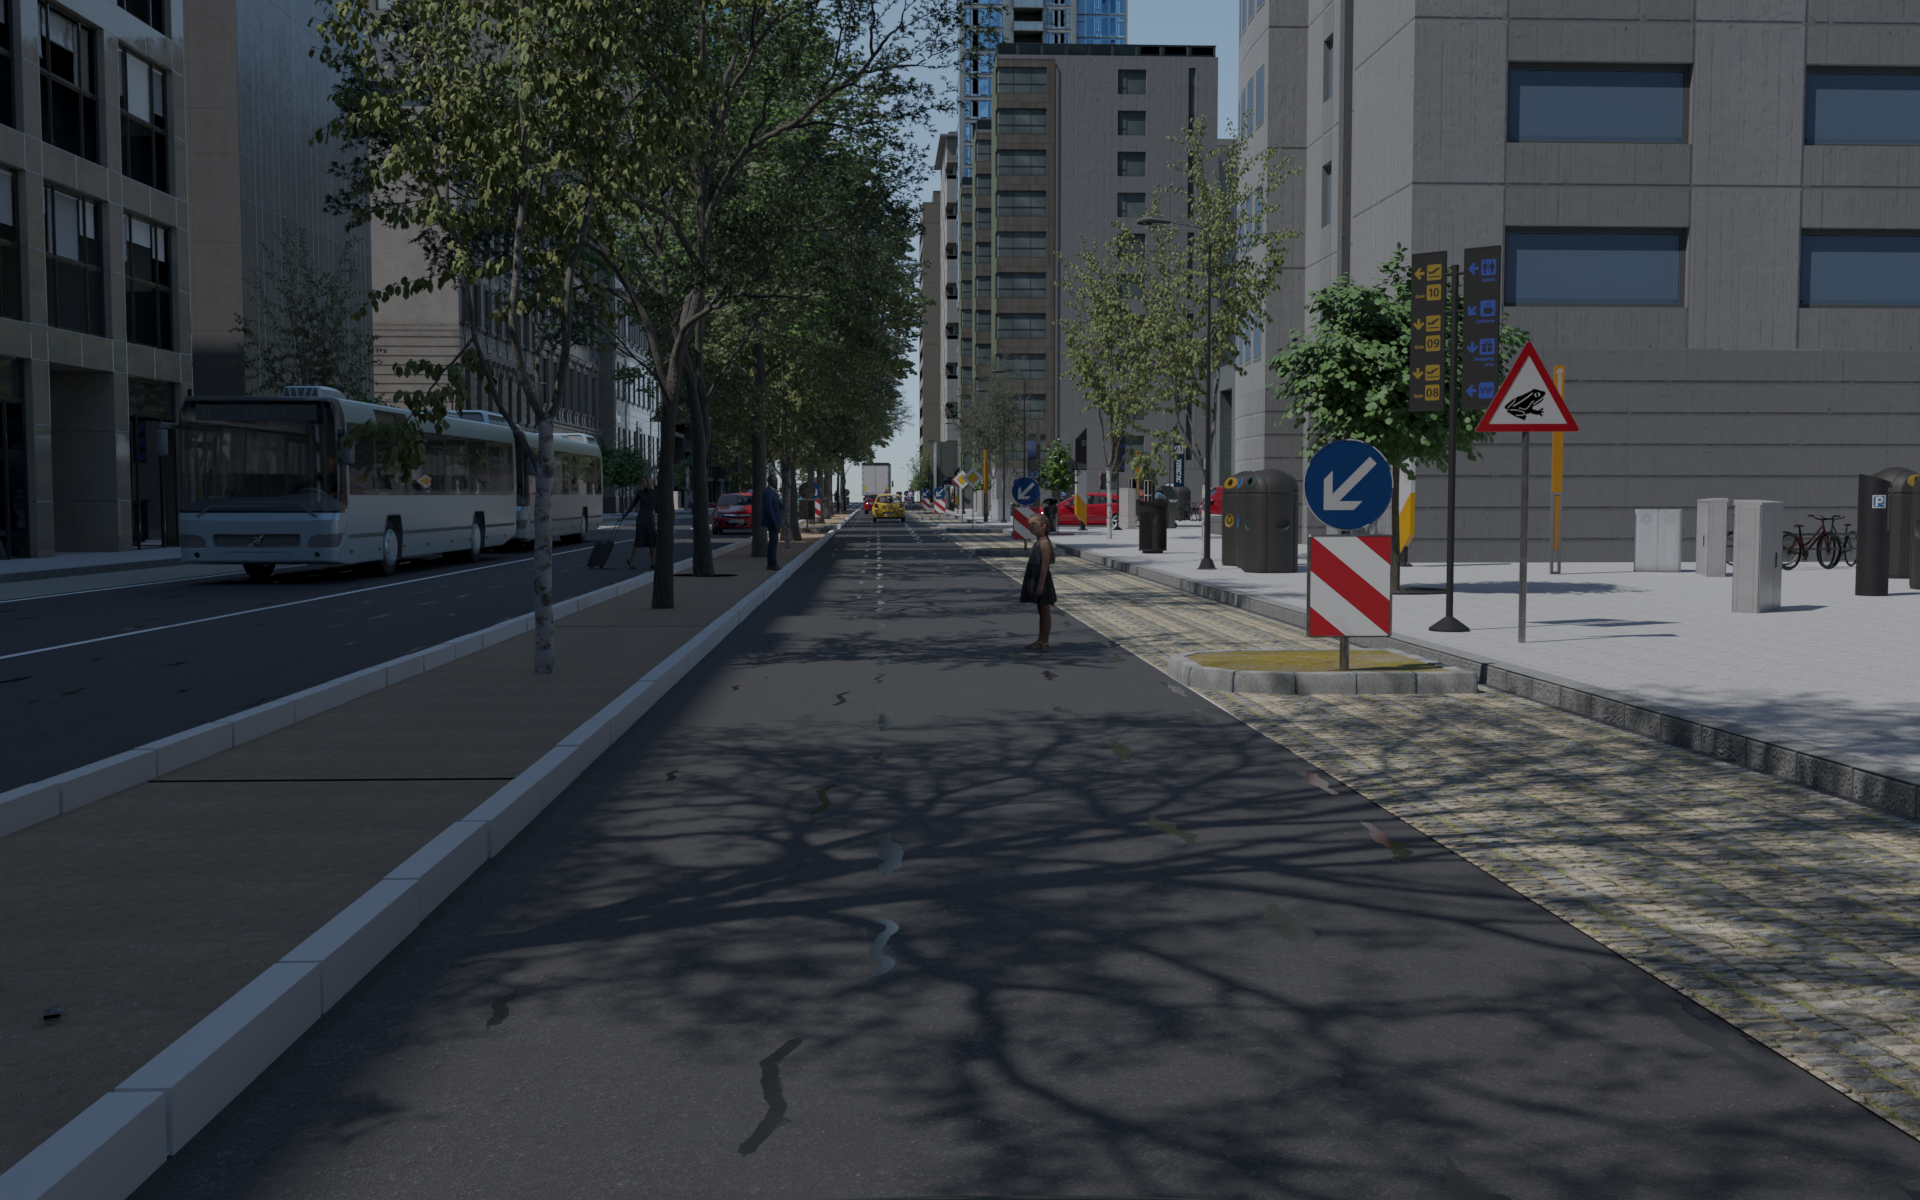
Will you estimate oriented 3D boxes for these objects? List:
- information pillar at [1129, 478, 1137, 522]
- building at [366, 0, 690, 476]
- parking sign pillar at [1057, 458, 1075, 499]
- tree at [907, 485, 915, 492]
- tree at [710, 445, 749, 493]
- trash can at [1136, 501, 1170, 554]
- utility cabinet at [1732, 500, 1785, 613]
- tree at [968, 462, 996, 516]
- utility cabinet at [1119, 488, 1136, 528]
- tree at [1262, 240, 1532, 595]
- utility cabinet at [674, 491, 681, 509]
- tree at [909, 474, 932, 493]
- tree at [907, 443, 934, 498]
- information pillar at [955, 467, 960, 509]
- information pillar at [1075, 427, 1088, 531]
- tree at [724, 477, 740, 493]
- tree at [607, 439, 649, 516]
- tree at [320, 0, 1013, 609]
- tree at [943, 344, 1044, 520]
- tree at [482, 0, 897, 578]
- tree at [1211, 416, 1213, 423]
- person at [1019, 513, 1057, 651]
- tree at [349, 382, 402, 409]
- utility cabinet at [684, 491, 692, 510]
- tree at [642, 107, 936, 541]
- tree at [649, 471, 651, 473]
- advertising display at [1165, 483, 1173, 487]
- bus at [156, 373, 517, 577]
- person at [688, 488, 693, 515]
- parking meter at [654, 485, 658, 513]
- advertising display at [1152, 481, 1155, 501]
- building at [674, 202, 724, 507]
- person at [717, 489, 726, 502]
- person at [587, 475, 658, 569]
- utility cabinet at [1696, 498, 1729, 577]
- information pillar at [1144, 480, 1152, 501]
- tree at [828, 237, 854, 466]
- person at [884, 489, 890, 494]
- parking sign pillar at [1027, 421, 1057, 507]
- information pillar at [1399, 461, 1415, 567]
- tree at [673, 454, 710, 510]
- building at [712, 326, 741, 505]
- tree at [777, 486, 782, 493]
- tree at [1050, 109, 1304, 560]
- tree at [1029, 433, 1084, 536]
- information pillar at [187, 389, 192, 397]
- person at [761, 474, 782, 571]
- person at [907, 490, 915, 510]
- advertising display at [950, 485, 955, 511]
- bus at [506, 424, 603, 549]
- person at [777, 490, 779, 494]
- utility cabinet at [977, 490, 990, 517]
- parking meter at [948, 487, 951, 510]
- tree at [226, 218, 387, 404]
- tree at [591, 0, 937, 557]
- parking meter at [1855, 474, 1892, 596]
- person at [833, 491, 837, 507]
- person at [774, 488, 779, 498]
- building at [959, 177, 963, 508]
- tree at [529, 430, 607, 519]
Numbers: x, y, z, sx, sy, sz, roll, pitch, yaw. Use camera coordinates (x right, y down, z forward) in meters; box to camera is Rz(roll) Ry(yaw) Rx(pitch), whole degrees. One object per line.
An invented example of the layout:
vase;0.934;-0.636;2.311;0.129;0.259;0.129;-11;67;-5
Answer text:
information pillar;7.928;-4.579;79.356;0.304;2.012;0.304;-1;4;-19
building;-39.508;-34.871;159.375;28.713;52.752;27.495;0;4;-3
parking sign pillar;5.789;-6.595;96.306;1.447;3.967;1.447;1;4;21
tree;-8.328;-18.678;299.990;1.663;3.219;1.824;0;3;0
tree;-23.358;-13.860;176.975;4.360;8.622;3.978;0;3;0
trash can;4.171;-1.577;37.441;0.748;1.137;0.748;0;3;0
utility cabinet;8.781;-0.482;19.039;0.306;1.237;1.020;3;4;38
tree;1.138;-6.416;99.508;1.663;3.219;1.824;0;3;0
utility cabinet;6.223;-3.401;64.277;0.318;1.500;1.173;-1;4;-11
tree;5.700;-2.382;22.666;4.285;4.588;4.351;0;3;0
utility cabinet;-23.618;-8.303;144.433;0.318;1.500;1.173;-2;4;-32
tree;-5.683;-16.187;248.371;4.285;4.588;4.351;0;3;0
tree;-5.310;-17.824;241.780;4.737;8.622;4.395;0;3;0
information pillar;-0.233;-9.519;146.984;0.504;3.616;0.183;-2;4;-33
information pillar;4.239;-4.234;60.574;0.504;3.616;0.183;-3;4;-38
tree;-25.615;-12.463;198.368;1.663;3.219;1.824;0;3;0
tree;-19.330;-6.523;90.364;4.285;4.588;4.351;0;3;0
tree;-3.712;-5.141;20.931;8.767;10.594;7.601;0;4;-3
tree;1.472;-8.234;84.995;4.360;8.622;3.978;0;3;0
tree;-4.556;-6.208;29.716;9.928;11.665;9.643;0;3;0
tree;17.001;-9.463;105.082;4.360;8.622;3.978;0;3;0
person;0.712;-0.167;15.908;0.373;1.253;0.362;-1;4;-11
tree;-17.537;-4.095;50.670;4.285;4.588;4.351;0;3;0
utility cabinet;-21.141;-7.753;135.444;0.318;1.500;1.173;1;4;21
tree;-5.143;-8.756;52.265;9.857;13.997;8.962;0;3;0
tree;-20.003;-7.269;102.559;4.285;4.588;4.351;0;3;0
advertising display;12.003;-5.637;97.385;0.974;1.923;0.123;1;4;18
bus;-11.198;-2.322;32.832;2.948;3.499;13.247;0;4;-2
person;-17.976;-6.627;116.689;0.795;1.843;0.661;3;4;38
parking meter;-20.154;-6.682;114.962;0.255;1.863;0.399;0;4;-7
advertising display;9.911;-5.110;88.755;0.123;1.923;0.974;0;4;8
building;-37.576;-32.630;188.118;22.147;44.769;28.867;0;4;-3
person;-15.767;-6.497;115.077;0.716;1.782;0.532;-2;4;-26
person;-6.358;-1.503;33.285;1.509;1.804;0.699;1;4;22
utility cabinet;11.806;-0.983;27.227;0.306;1.237;1.020;1;4;14
information pillar;9.912;-5.306;91.241;0.304;2.012;0.304;-3;4;-36
tree;-4.526;-5.634;44.932;4.737;8.622;4.395;0;3;0
person;-5.456;-7.441;130.140;0.580;1.828;0.573;1;4;21
parking sign pillar;2.721;-4.581;63.365;1.447;3.967;1.447;0;4;1
information pillar;7.869;-2.393;30.480;0.183;3.616;0.504;-1;4;-10
tree;-22.046;-9.637;141.278;4.285;4.588;4.351;0;3;0
building;-34.273;-26.843;210.586;14.160;30.474;14.107;0;4;-3
tree;-30.091;-18.394;295.342;1.663;3.219;1.824;0;3;0
tree;4.565;-5.073;33.298;4.737;8.622;4.395;0;3;0
tree;3.166;-3.635;54.040;1.663;3.219;1.824;0;3;0
information pillar;-17.186;-2.897;38.724;0.183;3.616;0.504;-2;4;-26
person;-3.518;-1.455;32.476;0.419;1.800;0.721;-1;4;-9
person;-4.255;-8.793;152.127;0.709;1.838;0.599;2;4;27
advertising display;-0.540;-7.516;128.093;0.123;1.923;0.974;-1;4;-15
bus;-12.051;-3.211;47.354;2.948;3.499;13.247;0;4;-3
person;-15.276;-8.304;144.692;0.534;1.772;0.576;-1;4;-19
utility cabinet;1.308;-5.459;97.931;0.318;1.500;1.173;2;4;23
parking meter;-0.703;-7.969;135.997;0.399;1.863;0.255;-2;4;-29
tree;-17.188;-5.862;46.211;4.360;8.622;3.978;0;3;0
tree;-4.409;-7.212;38.495;7.486;12.596;7.792;0;3;0
parking meter;11.515;-0.821;21.833;0.372;1.533;0.369;0;3;0
person;-13.550;-11.046;189.198;1.348;1.812;0.705;-2;4;-24
person;-10.506;-5.470;97.732;0.655;1.846;0.447;1;4;22
building;6.804;-23.779;160.482;14.160;30.474;14.107;0;4;-3
tree;-19.101;-5.850;79.363;4.285;4.588;4.351;0;3;0
